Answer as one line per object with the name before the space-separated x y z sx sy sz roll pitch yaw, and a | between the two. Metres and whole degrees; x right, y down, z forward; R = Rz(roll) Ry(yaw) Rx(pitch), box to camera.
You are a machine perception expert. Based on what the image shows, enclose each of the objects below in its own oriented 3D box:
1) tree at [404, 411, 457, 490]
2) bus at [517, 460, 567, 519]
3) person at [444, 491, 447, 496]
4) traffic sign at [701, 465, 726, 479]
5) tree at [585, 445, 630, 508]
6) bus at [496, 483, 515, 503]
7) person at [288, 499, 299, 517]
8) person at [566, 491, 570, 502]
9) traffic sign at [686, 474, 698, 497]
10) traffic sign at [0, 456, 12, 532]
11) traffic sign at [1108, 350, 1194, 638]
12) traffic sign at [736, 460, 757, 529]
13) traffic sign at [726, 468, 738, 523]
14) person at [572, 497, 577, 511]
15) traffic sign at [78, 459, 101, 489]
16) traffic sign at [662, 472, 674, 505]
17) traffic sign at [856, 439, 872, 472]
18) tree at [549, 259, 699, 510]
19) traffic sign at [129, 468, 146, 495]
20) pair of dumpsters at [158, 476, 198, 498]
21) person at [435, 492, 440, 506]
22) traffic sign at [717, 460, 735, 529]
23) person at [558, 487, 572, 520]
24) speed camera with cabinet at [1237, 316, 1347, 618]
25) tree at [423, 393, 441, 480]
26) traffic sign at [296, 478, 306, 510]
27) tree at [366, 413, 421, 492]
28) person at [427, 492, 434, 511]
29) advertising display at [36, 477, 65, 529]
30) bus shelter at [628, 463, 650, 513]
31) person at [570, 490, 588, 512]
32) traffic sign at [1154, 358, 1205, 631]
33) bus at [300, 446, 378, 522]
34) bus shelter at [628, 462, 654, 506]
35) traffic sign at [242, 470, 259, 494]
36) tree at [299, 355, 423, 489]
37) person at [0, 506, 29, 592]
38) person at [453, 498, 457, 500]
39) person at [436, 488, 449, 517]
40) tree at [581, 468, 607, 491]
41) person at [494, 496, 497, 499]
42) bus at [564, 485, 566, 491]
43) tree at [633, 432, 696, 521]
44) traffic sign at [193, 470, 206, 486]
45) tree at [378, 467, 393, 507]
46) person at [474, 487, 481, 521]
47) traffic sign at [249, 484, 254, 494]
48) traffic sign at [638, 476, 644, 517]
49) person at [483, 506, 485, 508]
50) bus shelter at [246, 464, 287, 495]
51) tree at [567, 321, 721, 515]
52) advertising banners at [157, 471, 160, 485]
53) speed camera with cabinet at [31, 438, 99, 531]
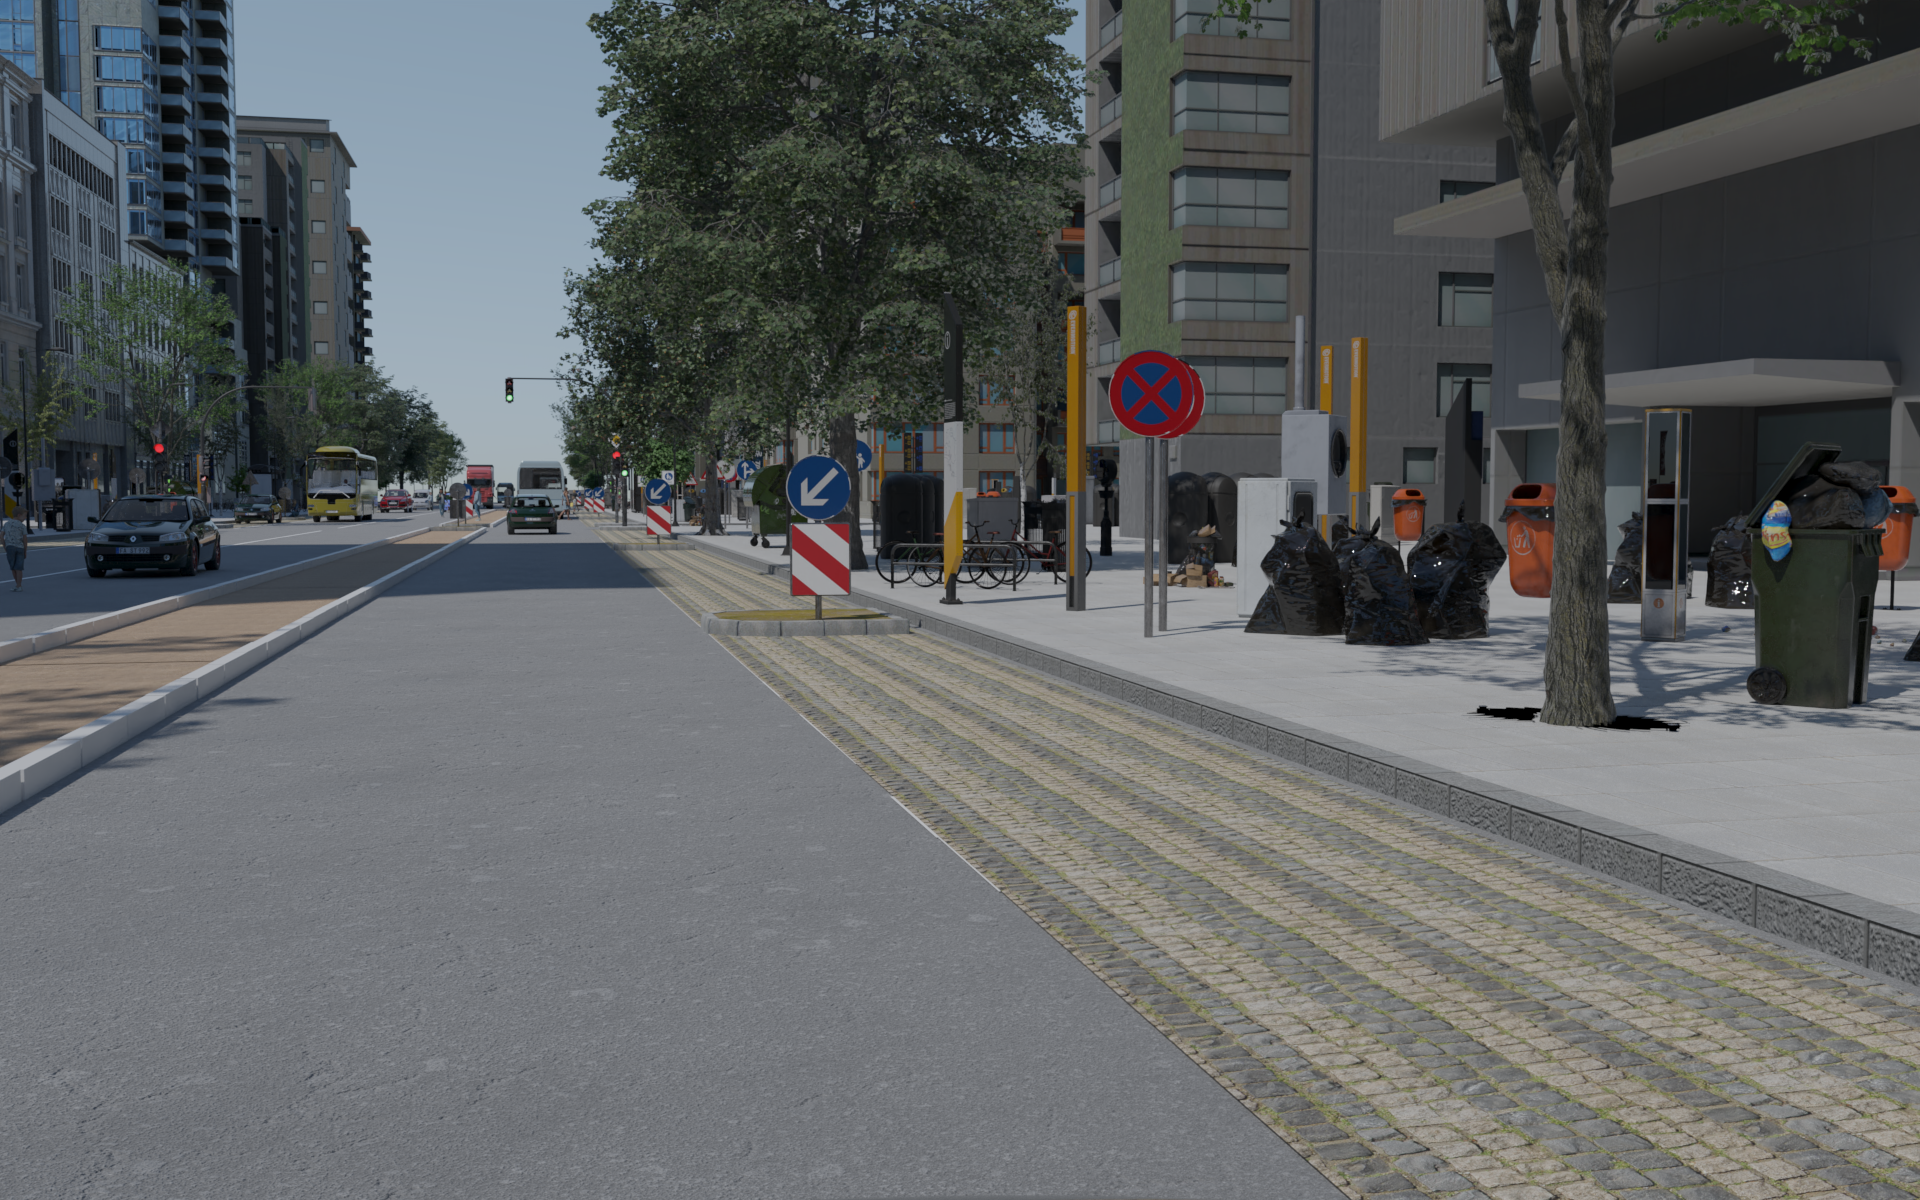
tree | -72.900 -19.523 237.325 7.486 12.596 7.792 0 3 0
bus | -24.733 -6.584 102.513 2.948 3.499 13.247 -1 4 -13
person | -45.403 -8.768 152.572 0.721 1.743 1.217 3 4 38
traffic sign | -8.814 -3.785 61.881 0.884 2.594 0.081 0 4 -6
tree | -30.342 -12.513 154.949 4.360 8.622 3.978 0 3 0
bus | -71.406 -16.957 272.112 2.948 3.499 13.247 -1 4 -15
person | -38.565 -5.275 100.240 1.012 1.151 0.738 3 5 43
person | -33.516 -8.473 147.789 0.466 1.731 0.760 -1 4 -22
traffic sign | -15.826 -6.224 101.773 0.884 2.594 0.081 0 4 -5
traffic sign | -32.272 -3.556 58.245 0.768 2.556 0.104 0 4 -6
traffic sign | 1.688 -0.937 15.423 0.768 2.556 0.104 0 4 -6
traffic sign | -7.903 -3.924 64.257 0.768 2.556 0.104 0 4 -6
traffic sign | -10.220 -4.685 76.699 0.768 2.556 0.104 -1 4 -13
person | -28.993 -7.161 130.265 0.352 1.250 0.332 -1 4 -11
traffic sign | -31.298 -3.802 62.264 0.768 2.556 0.104 -1 4 -11
traffic sign | -12.904 -4.568 76.821 0.606 2.300 0.079 0 4 -5
traffic sign | -2.431 -2.460 40.332 0.768 2.556 0.104 -1 4 -12
tree | -26.129 -17.241 137.772 12.611 20.169 13.585 0 3 0
traffic sign | -39.552 -5.088 83.289 0.768 2.556 0.104 0 4 -7
pair of dumpsters | -40.959 -5.396 90.713 1.574 2.255 4.437 -1 4 -13
person | -62.091 -12.060 206.475 0.721 1.735 1.217 3 4 37
traffic sign | -8.611 -3.877 63.491 0.768 2.556 0.104 -1 4 -9
person | -21.513 -5.251 94.444 0.778 1.811 0.616 -2 4 -35
speed camera with cabinet | 3.605 -1.486 18.626 0.660 3.252 2.038 2 4 29
tree | -65.482 -18.089 202.408 9.857 13.997 8.962 0 3 0
traffic sign | -53.619 -8.610 140.881 0.768 2.556 0.104 0 4 -4
tree | -61.990 -15.483 187.562 8.767 10.594 7.601 1 4 19
person | -44.289 -8.234 144.944 0.330 1.601 0.589 3 5 43
advertising display | -33.847 -3.623 64.453 0.974 1.923 0.123 -2 4 -35
bus shelter | -21.935 -8.710 120.033 2.179 5.291 8.768 -1 4 -13
person | -30.994 -8.098 141.121 1.509 1.804 0.699 -1 4 -18
traffic sign | 1.897 -0.980 16.125 0.768 2.556 0.104 -1 4 -12
bus | -32.870 -6.163 92.320 2.896 3.916 12.252 -1 4 -14
bus shelter | -23.607 -8.382 128.335 1.731 3.624 6.357 -1 4 -13
traffic sign | -38.894 -5.808 94.966 0.884 2.594 0.081 -1 4 -11
tree | -55.015 -15.377 158.072 9.857 13.997 8.962 0 3 0
person | -13.905 -0.752 25.485 0.332 1.250 0.352 1 4 20
person | -29.464 -5.658 101.356 0.624 1.780 0.694 0 4 0
person | -31.825 -5.962 106.333 0.721 1.781 0.623 3 4 37
tree | -45.047 -14.082 213.956 4.285 4.588 4.351 0 3 0
person | -47.520 -10.197 175.160 1.348 1.831 0.705 -2 4 -24
bus | -38.509 -10.286 163.029 2.948 3.499 13.247 -1 4 -14
tree | -14.131 -6.064 82.867 4.285 4.588 4.351 0 3 0
traffic sign | -41.155 -5.717 93.479 0.884 2.594 0.081 0 4 -8
tree | -59.233 -11.728 175.464 4.285 4.588 4.351 0 3 0
person | -25.703 -5.115 92.395 0.793 1.790 0.793 -2 4 -28
traffic sign | -46.705 -6.956 113.837 0.768 2.556 0.104 0 4 -6
traffic sign | -17.947 -5.878 98.235 0.606 2.300 0.079 -1 4 -9
person | -49.069 -10.431 178.984 1.348 1.831 0.705 -2 4 -24
bus shelter | -47.722 -7.658 119.124 2.014 3.302 5.546 -1 4 -13
tree | -16.028 -9.635 91.941 8.767 10.594 7.601 1 4 11
advertising banners | -55.353 -7.672 121.626 2.074 3.025 0.090 -1 4 -15
speed camera with cabinet | -31.700 -4.098 61.344 2.038 3.252 0.660 -3 4 -36
